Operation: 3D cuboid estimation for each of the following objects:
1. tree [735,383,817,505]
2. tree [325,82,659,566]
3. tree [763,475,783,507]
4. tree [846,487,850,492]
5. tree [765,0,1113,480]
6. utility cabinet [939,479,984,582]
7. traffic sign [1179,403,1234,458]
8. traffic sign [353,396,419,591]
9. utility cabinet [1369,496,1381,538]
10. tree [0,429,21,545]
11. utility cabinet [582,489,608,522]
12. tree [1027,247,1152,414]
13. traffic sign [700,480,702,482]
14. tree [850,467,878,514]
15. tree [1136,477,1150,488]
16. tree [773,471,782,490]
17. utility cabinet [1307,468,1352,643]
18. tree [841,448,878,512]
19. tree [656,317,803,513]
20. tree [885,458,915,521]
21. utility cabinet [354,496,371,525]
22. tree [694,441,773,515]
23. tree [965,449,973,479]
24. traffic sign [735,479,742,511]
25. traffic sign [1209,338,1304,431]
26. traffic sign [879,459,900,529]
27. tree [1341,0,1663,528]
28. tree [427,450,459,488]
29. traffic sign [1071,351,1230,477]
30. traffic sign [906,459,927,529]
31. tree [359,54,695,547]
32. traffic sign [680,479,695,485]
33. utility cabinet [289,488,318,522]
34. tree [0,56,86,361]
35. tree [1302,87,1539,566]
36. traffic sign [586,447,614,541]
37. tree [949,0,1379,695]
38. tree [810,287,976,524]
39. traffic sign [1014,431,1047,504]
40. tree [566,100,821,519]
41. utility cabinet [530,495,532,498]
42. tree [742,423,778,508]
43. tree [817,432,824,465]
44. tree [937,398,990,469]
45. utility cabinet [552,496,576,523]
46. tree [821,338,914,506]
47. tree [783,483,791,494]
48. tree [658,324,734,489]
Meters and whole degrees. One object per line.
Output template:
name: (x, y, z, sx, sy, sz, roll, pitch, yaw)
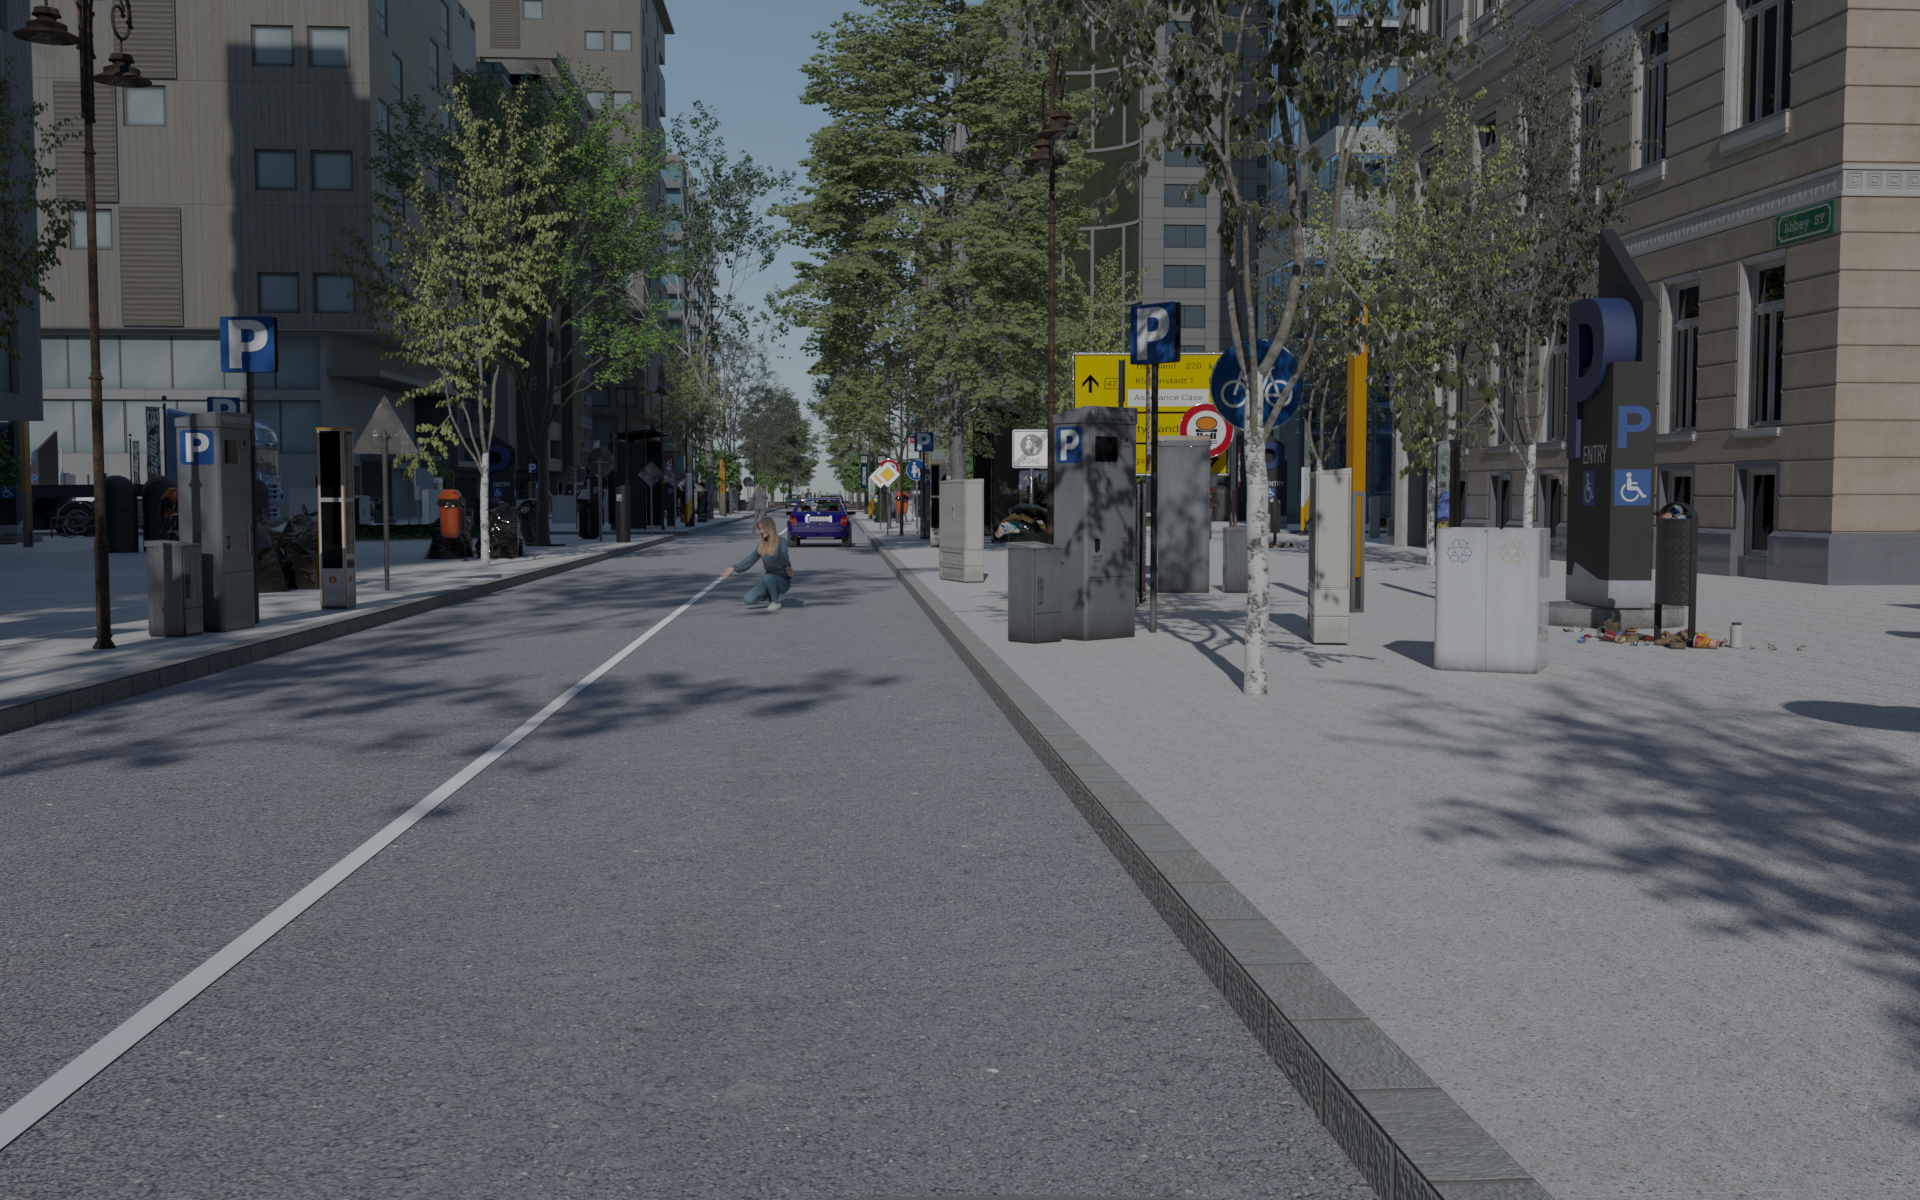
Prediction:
tree: (-21.727, -17.922, 199.674, 9.857, 13.997, 8.962, 0, 3, 0)
tree: (-8.682, -4.921, 30.816, 4.737, 8.622, 4.395, 0, 3, 0)
tree: (-19.357, -11.110, 176.243, 1.663, 3.219, 1.824, 0, 3, 0)
tree: (-13.435, -13.770, 219.739, 1.663, 3.219, 1.824, 0, 3, 0)
tree: (-0.354, -7.145, 34.950, 7.486, 12.596, 7.792, 0, 3, 0)
utility cabinet: (0.003, -1.028, 25.488, 0.318, 1.500, 1.173, -1, 4, -19)
traffic sign: (3.440, -1.478, 24.276, 0.768, 2.556, 0.104, 0, 4, 1)
traffic sign: (-7.608, -1.402, 22.934, 0.884, 2.594, 0.081, 0, 4, -1)
utility cabinet: (12.190, -2.436, 50.985, 0.306, 1.237, 1.020, 1, 4, 11)
tree: (-24.559, -3.034, 44.205, 1.663, 3.219, 1.824, 0, 3, 0)
utility cabinet: (-16.780, -4.349, 79.785, 1.173, 1.500, 0.318, 0, 3, 0)
tree: (3.960, -6.230, 52.215, 4.737, 8.622, 4.395, 0, 3, 0)
traffic sign: (-16.813, -6.991, 114.407, 0.768, 2.556, 0.104, 0, 4, 2)
tree: (-5.615, -7.063, 110.083, 1.663, 3.219, 1.824, 0, 3, 0)
tree: (8.737, -5.567, 85.614, 1.663, 3.219, 1.824, 0, 3, 0)
tree: (-21.102, -12.489, 187.909, 4.285, 4.588, 4.351, 0, 3, 0)
utility cabinet: (3.222, -0.399, 15.198, 0.318, 1.500, 1.173, 1, 4, 9)
tree: (-6.758, -8.531, 123.191, 4.285, 4.588, 4.351, 0, 3, 0)
tree: (-16.086, -12.835, 120.216, 12.009, 13.543, 11.850, 0, 3, 0)
tree: (-2.804, -5.428, 83.353, 1.663, 3.219, 1.824, 0, 3, 0)
utility cabinet: (-24.250, -3.588, 69.828, 0.306, 1.237, 1.020, 2, 4, 29)
tree: (-14.875, -7.574, 107.542, 4.285, 4.588, 4.351, 0, 3, 0)
tree: (1.088, -7.814, 111.469, 4.285, 4.588, 4.351, 0, 3, 0)
traffic sign: (-16.916, -8.023, 131.287, 0.768, 2.556, 0.104, 0, 4, -2)
traffic sign: (2.432, -0.867, 14.287, 0.768, 2.556, 0.104, 0, 4, 2)
traffic sign: (-2.579, -3.853, 63.104, 0.768, 2.556, 0.104, 0, 4, -1)
tree: (8.383, -4.611, 25.752, 4.360, 8.622, 3.978, 0, 3, 0)
tree: (-23.308, -5.029, 76.822, 1.663, 3.219, 1.824, 0, 3, 0)
traffic sign: (2.727, -1.893, 24.830, 2.265, 3.308, 0.079, 0, 4, 2)
traffic sign: (-1.586, -3.895, 63.793, 0.768, 2.556, 0.104, 0, 4, 1)
tree: (-10.341, -7.122, 42.208, 9.928, 11.665, 9.643, 0, 3, 0)
traffic sign: (-15.206, -5.900, 96.463, 0.884, 2.594, 0.081, 0, 4, -1)
utility cabinet: (-24.769, -3.481, 65.594, 1.173, 1.500, 0.318, 0, 4, 1)
tree: (-16.577, -4.786, 28.614, 4.737, 8.622, 4.395, 0, 3, 0)
tree: (8.220, -4.923, 30.856, 4.737, 8.622, 4.395, 0, 3, 0)
traffic sign: (-9.802, -2.879, 47.184, 0.768, 2.556, 0.104, 0, 4, 2)
tree: (1.793, -3.687, 10.650, 4.360, 8.622, 3.978, 0, 3, 0)
tree: (-2.820, -8.591, 74.868, 8.767, 10.594, 7.601, 1, 4, 21)
traffic sign: (1.137, -1.558, 27.604, 0.606, 2.300, 0.079, 0, 4, 0)
tree: (-13.478, -14.088, 86.229, 12.611, 20.169, 13.585, 0, 3, 0)
utility cabinet: (-25.434, -5.703, 104.399, 1.020, 1.237, 0.306, 2, 4, 24)
tree: (-17.919, -12.779, 159.292, 4.360, 8.622, 3.978, 0, 3, 0)
tree: (-25.807, -21.827, 263.532, 9.857, 13.997, 8.962, 0, 3, 0)
tree: (0.281, -10.254, 118.018, 4.737, 8.622, 4.395, 0, 3, 0)
utility cabinet: (-17.306, -3.950, 75.746, 1.020, 1.237, 0.306, -1, 4, -12)
tree: (-10.185, -20.248, 186.943, 12.611, 20.169, 13.585, 0, 3, 0)
tree: (-25.100, -15.359, 245.715, 1.663, 3.219, 1.824, 0, 3, 0)
tree: (-11.777, -7.601, 74.642, 4.737, 8.622, 4.395, 0, 3, 0)
